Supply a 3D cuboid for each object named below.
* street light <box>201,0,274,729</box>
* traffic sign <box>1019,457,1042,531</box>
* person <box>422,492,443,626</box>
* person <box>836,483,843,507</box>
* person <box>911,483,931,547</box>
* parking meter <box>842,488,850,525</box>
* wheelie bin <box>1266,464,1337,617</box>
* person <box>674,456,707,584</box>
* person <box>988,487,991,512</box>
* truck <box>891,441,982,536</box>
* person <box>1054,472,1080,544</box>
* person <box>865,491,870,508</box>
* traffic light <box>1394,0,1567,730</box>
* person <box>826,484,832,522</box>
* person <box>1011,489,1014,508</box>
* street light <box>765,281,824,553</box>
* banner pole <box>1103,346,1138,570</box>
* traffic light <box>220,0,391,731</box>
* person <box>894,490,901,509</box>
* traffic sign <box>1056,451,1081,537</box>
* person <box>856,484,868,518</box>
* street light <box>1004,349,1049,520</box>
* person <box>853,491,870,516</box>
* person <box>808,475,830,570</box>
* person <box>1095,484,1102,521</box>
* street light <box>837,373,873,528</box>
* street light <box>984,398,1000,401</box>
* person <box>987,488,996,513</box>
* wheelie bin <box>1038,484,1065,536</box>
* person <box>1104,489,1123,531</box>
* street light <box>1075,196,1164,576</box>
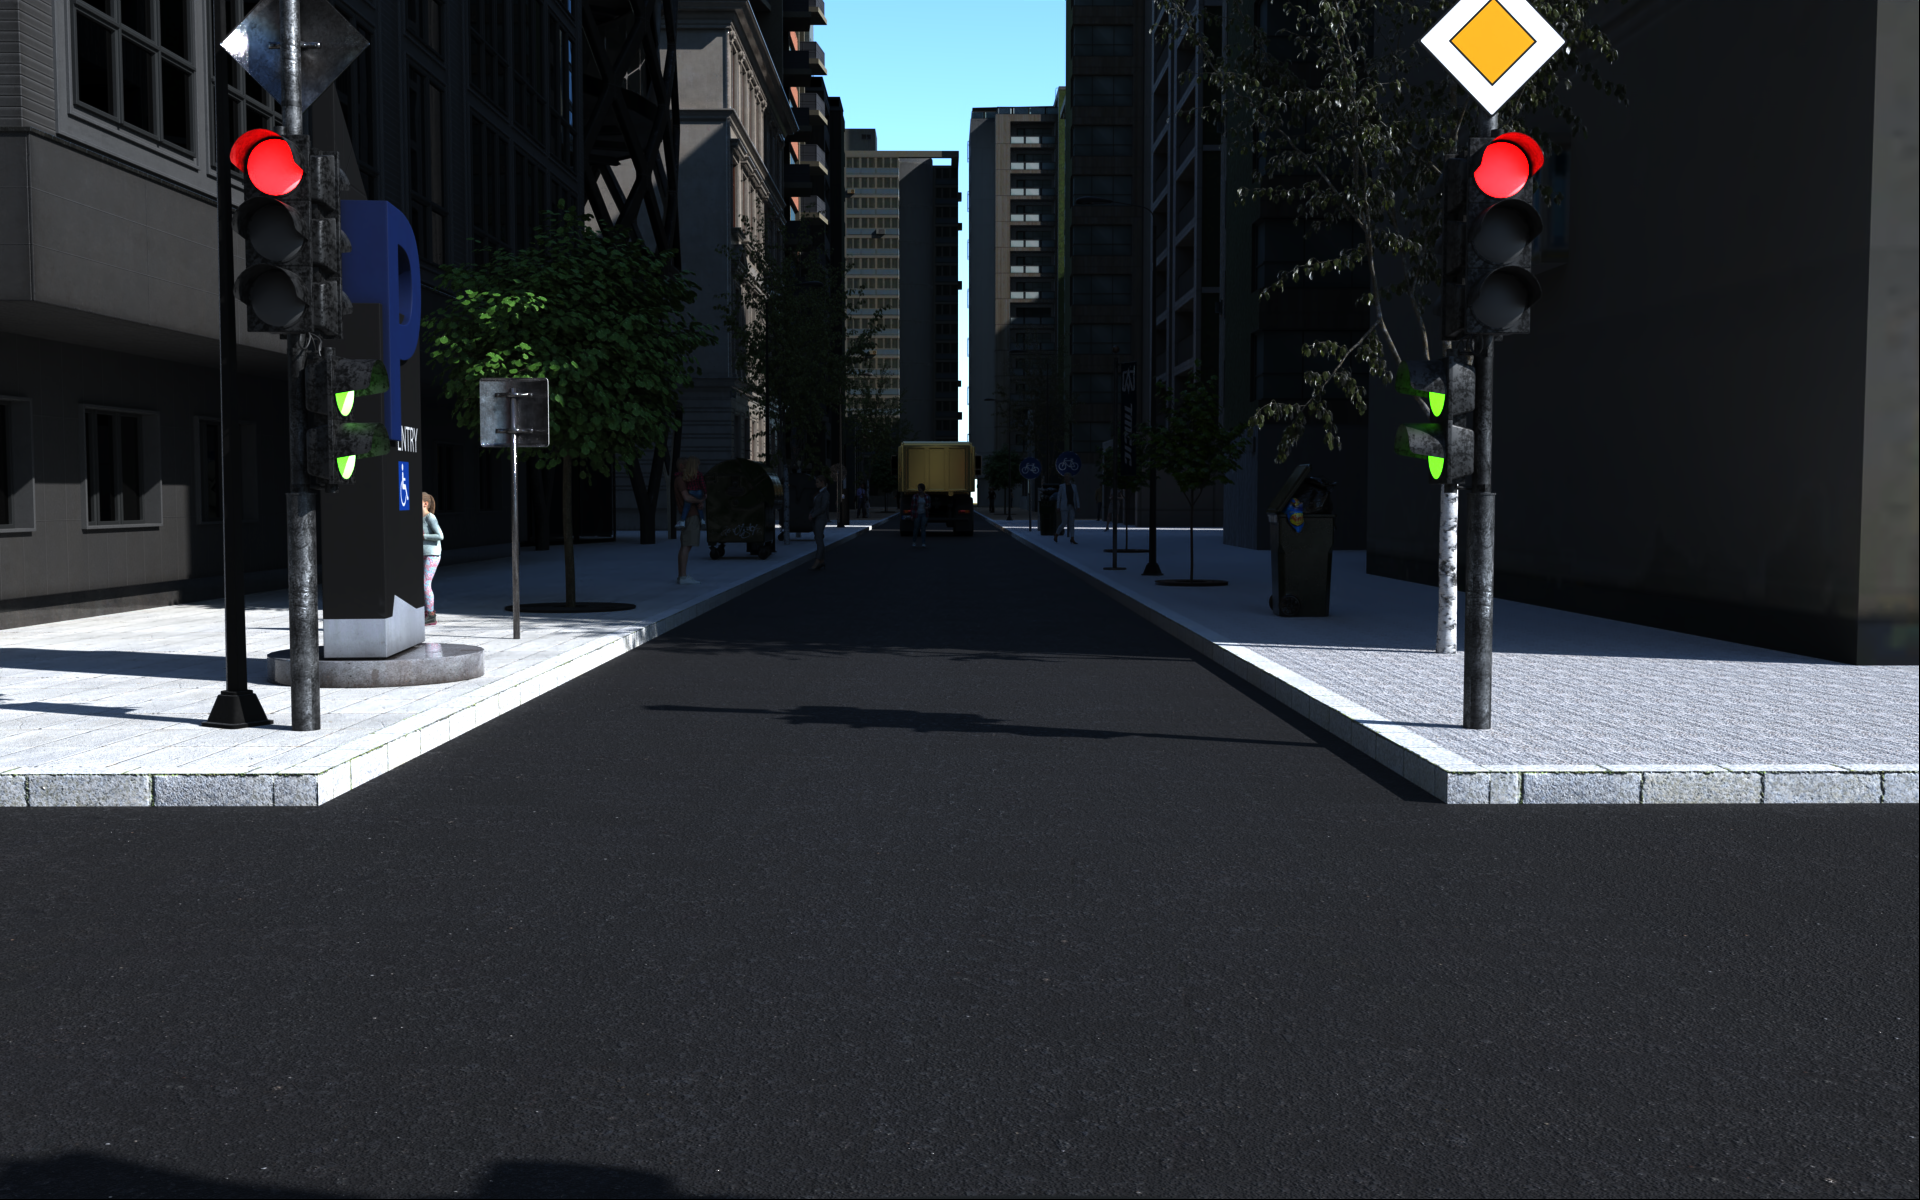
[{"bbox_3d":[-3.471,-2.257,9.440,1.470,5.913,1.316,0,4,-1],"label":"street light"},{"bbox_3d":[2.424,-3.642,59.654,0.768,2.556,0.104,0,4,3],"label":"traffic sign"},{"bbox_3d":[-5.246,-0.408,16.987,0.425,1.301,0.394,2,4,25],"label":"person"},{"bbox_3d":[-5.580,-4.639,82.135,0.600,1.795,0.529,-2,4,-28],"label":"person"},{"bbox_3d":[-1.063,-2.302,46.976,0.563,1.720,0.643,0,4,-5],"label":"person"},{"bbox_3d":[-4.756,-3.866,71.615,0.372,1.533,0.369,0,3,0],"label":"parking meter"},{"bbox_3d":[3.623,-0.637,18.331,0.693,1.594,0.980,0,4,1],"label":"wheelie bin"},{"bbox_3d":[-3.871,-1.144,24.729,0.580,1.828,0.573,2,4,32],"label":"person"},{"bbox_3d":[2.302,-7.288,125.721,0.721,1.766,1.217,0,4,-4],"label":"person"},{"bbox_3d":[-0.848,-4.068,62.437,3.469,3.379,9.791,0,4,-1],"label":"truck"},{"bbox_3d":[2.744,-2.369,44.649,0.514,1.842,0.818,-3,4,-36],"label":"person"},{"bbox_3d":[-8.824,-9.446,163.604,0.621,1.740,0.551,-1,4,-10],"label":"person"},{"bbox_3d":[2.818,-1.252,9.391,0.839,4.253,0.868,0,4,-1],"label":"traffic light"},{"bbox_3d":[-6.088,-4.428,78.621,0.526,1.800,0.537,-1,4,-22],"label":"person"},{"bbox_3d":[4.859,-9.443,161.152,0.721,1.735,1.217,-1,4,-10],"label":"person"},{"bbox_3d":[-3.676,-3.999,37.931,1.470,5.913,1.316,0,4,-1],"label":"street light"},{"bbox_3d":[2.740,-2.392,29.125,0.401,3.779,0.863,-2,4,-28],"label":"banner pole"},{"bbox_3d":[-3.543,-1.247,9.310,0.839,4.253,0.868,0,4,-1],"label":"traffic light"},{"bbox_3d":[-5.203,-8.518,144.944,0.705,1.869,1.348,1,4,15],"label":"person"},{"bbox_3d":[3.224,-3.141,51.461,0.768,2.556,0.104,1,4,9],"label":"traffic sign"},{"bbox_3d":[-5.140,-5.240,91.588,0.709,1.838,0.599,-3,5,-42],"label":"person"},{"bbox_3d":[2.269,-5.085,55.678,1.470,5.913,1.316,0,4,-1],"label":"street light"},{"bbox_3d":[-5.782,-5.821,101.773,0.990,1.755,0.434,0,4,-2],"label":"person"},{"bbox_3d":[-2.733,-1.468,32.783,0.573,1.790,0.520,-3,4,-37],"label":"person"},{"bbox_3d":[6.816,-4.700,82.803,0.656,1.842,0.836,-2,4,-24],"label":"person"},{"bbox_3d":[-4.042,-5.741,66.414,1.470,5.913,1.316,0,4,-1],"label":"street light"},{"bbox_3d":[1.870,-6.826,84.153,1.470,5.913,1.316,0,4,-1],"label":"street light"},{"bbox_3d":[2.162,-6.835,118.611,0.721,1.723,1.217,-2,4,-26],"label":"person"},{"bbox_3d":[2.861,-2.802,53.713,0.980,1.594,0.693,2,4,32],"label":"wheelie bin"},{"bbox_3d":[5.249,-3.237,59.303,0.599,1.781,0.374,2,4,35],"label":"person"},{"bbox_3d":[2.501,-3.343,27.201,1.470,5.913,1.316,0,4,-1],"label":"street light"}]
